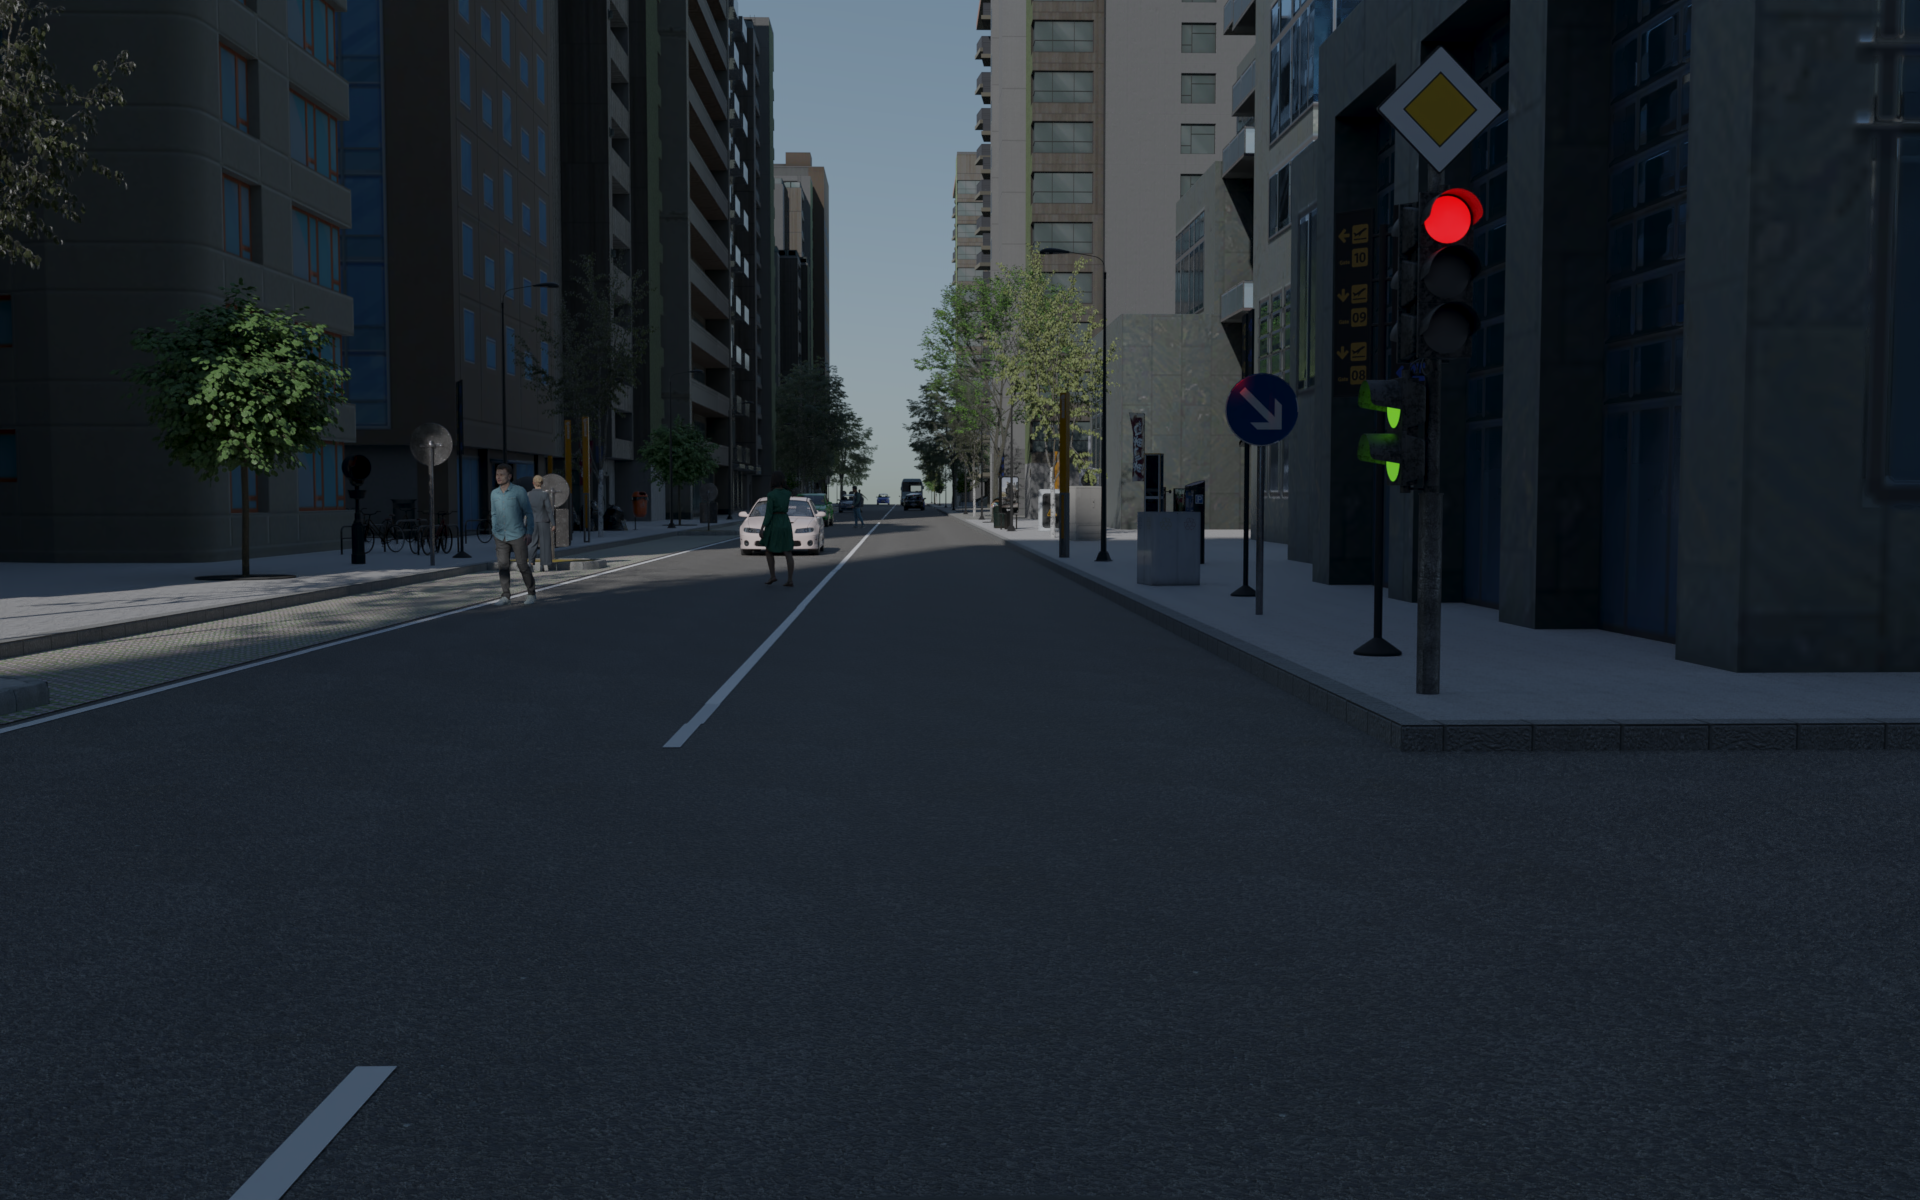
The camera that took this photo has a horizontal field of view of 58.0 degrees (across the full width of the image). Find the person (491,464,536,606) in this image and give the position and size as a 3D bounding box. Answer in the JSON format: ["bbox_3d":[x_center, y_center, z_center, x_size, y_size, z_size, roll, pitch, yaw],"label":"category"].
[{"bbox_3d":[-5.759,-0.849,22.407,0.660,1.820,0.620,1,4,15],"label":"person"}]

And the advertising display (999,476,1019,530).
[{"bbox_3d":[1.763,-3.507,62.549,0.123,1.923,0.974,3,5,42],"label":"advertising display"}]

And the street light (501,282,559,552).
[{"bbox_3d":[-9.479,-4.010,38.099,1.470,5.913,1.316,0,4,-2],"label":"street light"}]

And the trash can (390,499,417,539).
[{"bbox_3d":[-15.772,-2.292,49.126,0.748,1.137,0.748,0,3,0],"label":"trash can"}]

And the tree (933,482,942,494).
[{"bbox_3d":[-2.489,-12.777,203.503,1.663,3.219,1.824,0,3,0],"label":"tree"}]

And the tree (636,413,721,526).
[{"bbox_3d":[-11.493,-5.316,70.624,4.285,4.588,4.351,0,3,0],"label":"tree"}]

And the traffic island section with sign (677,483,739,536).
[{"bbox_3d":[-8.712,-3.152,60.159,1.989,1.847,2.006,0,4,-2],"label":"traffic island section with sign"}]

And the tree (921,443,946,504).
[{"bbox_3d":[-3.342,-16.970,227.822,4.737,8.622,4.395,0,3,0],"label":"tree"}]

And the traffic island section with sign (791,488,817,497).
[{"bbox_3d":[-10.255,-6.156,109.281,1.989,1.847,2.006,0,4,-2],"label":"traffic island section with sign"}]

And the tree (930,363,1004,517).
[{"bbox_3d":[0.587,-8.918,96.171,4.360,8.622,3.978,0,3,0],"label":"tree"}]

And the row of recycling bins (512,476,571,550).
[{"bbox_3d":[-10.021,-2.112,41.637,1.069,1.692,3.534,0,4,-2],"label":"row of recycling bins"}]

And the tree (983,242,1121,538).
[{"bbox_3d":[2.715,-6.114,50.327,4.737,8.622,4.395,0,3,0],"label":"tree"}]

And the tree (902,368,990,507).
[{"bbox_3d":[-0.660,-16.208,171.648,9.857,13.997,8.962,0,3,0],"label":"tree"}]

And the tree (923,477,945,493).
[{"bbox_3d":[-3.595,-15.549,237.936,4.285,4.588,4.351,0,3,0],"label":"tree"}]

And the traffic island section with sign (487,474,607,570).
[{"bbox_3d":[-7.862,-1.504,33.218,1.989,1.847,2.006,0,4,-2],"label":"traffic island section with sign"}]

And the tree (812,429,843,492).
[{"bbox_3d":[-14.802,-14.417,186.073,4.737,8.622,4.395,0,3,0],"label":"tree"}]

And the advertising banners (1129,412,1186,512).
[{"bbox_3d":[4.359,-2.548,37.853,2.074,3.025,0.090,-3,5,-44],"label":"advertising banners"}]

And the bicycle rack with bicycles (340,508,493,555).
[{"bbox_3d":[-11.895,-1.473,37.472,2.852,0.926,2.925,1,4,12],"label":"bicycle rack with bicycles"}]

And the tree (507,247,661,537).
[{"bbox_3d":[-10.902,-6.180,51.406,4.360,8.622,3.978,0,3,0],"label":"tree"}]

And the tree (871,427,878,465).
[{"bbox_3d":[-16.674,-20.719,245.406,9.857,13.997,8.962,0,3,0],"label":"tree"}]

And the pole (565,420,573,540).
[{"bbox_3d":[-10.806,-3.300,47.800,0.158,3.312,0.155,0,3,0],"label":"pole"}]

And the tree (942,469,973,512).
[{"bbox_3d":[0.106,-7.927,124.204,1.663,3.219,1.824,0,3,0],"label":"tree"}]

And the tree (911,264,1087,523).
[{"bbox_3d":[1.760,-9.267,77.266,9.928,11.665,9.643,0,3,0],"label":"tree"}]

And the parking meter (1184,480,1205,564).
[{"bbox_3d":[4.311,-1.431,31.816,0.372,1.533,0.369,0,3,0],"label":"parking meter"}]

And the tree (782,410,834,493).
[{"bbox_3d":[-13.359,-12.333,152.011,4.360,8.622,3.978,0,3,0],"label":"tree"}]

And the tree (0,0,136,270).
[{"bbox_3d":[-10.161,-4.088,17.199,4.360,8.622,3.978,0,3,0],"label":"tree"}]

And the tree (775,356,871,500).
[{"bbox_3d":[-14.619,-15.540,160.740,9.857,13.997,8.962,0,3,0],"label":"tree"}]

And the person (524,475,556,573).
[{"bbox_3d":[-7.647,-1.381,31.496,0.576,1.772,0.534,-1,4,-12],"label":"person"}]

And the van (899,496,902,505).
[{"bbox_3d":[-6.997,-13.444,226.821,2.013,2.044,4.112,0,4,-3],"label":"van"}]

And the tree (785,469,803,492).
[{"bbox_3d":[-13.266,-8.545,134.315,1.663,3.219,1.824,0,3,0],"label":"tree"}]

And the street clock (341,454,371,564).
[{"bbox_3d":[-11.017,-1.657,31.664,0.358,2.002,0.471,3,5,43],"label":"street clock"}]

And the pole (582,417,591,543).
[{"bbox_3d":[-9.879,-3.177,45.784,0.158,3.312,0.155,0,3,0],"label":"pole"}]

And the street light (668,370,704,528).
[{"bbox_3d":[-10.282,-5.646,64.857,1.470,5.913,1.316,0,4,-2],"label":"street light"}]

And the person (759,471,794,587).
[{"bbox_3d":[-2.812,-1.109,26.880,0.529,1.795,0.600,3,4,38],"label":"person"}]

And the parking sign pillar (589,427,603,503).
[{"bbox_3d":[-14.859,-5.007,70.330,1.447,3.967,1.447,-2,4,-24],"label":"parking sign pillar"}]

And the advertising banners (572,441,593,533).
[{"bbox_3d":[-12.875,-3.687,56.462,2.074,3.025,0.090,1,4,15],"label":"advertising banners"}]

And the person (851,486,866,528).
[{"bbox_3d":[-4.307,-3.880,72.284,0.721,1.781,0.623,-2,4,-29],"label":"person"}]

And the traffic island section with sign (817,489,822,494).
[{"bbox_3d":[-11.105,-7.816,136.421,1.989,1.847,2.006,0,4,-2],"label":"traffic island section with sign"}]

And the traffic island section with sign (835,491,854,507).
[{"bbox_3d":[-12.877,-11.278,193.030,1.989,1.847,2.006,0,4,-2],"label":"traffic island section with sign"}]

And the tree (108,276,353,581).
[{"bbox_3d":[-10.934,-2.596,26.165,4.285,4.588,4.351,0,3,0],"label":"tree"}]

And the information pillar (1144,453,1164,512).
[{"bbox_3d":[3.494,-1.636,31.248,0.304,2.012,0.304,1,4,19],"label":"information pillar"}]

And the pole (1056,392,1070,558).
[{"bbox_3d":[2.105,-2.509,34.860,0.158,3.312,0.155,0,3,0],"label":"pole"}]

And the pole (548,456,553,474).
[{"bbox_3d":[-15.488,-4.382,65.497,0.158,3.312,0.155,0,3,0],"label":"pole"}]

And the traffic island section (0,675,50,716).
[{"bbox_3d":[-7.155,0.700,10.829,2.009,0.180,2.903,0,4,-2],"label":"traffic island section"}]

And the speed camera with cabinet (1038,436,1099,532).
[{"bbox_3d":[3.705,-3.949,58.906,2.038,3.252,0.660,0,4,6],"label":"speed camera with cabinet"}]

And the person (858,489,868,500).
[{"bbox_3d":[-8.228,-8.160,141.914,1.348,1.824,0.705,-1,4,-14],"label":"person"}]

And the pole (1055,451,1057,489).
[{"bbox_3d":[4.638,-5.446,82.884,0.158,3.312,0.155,0,3,0],"label":"pole"}]
